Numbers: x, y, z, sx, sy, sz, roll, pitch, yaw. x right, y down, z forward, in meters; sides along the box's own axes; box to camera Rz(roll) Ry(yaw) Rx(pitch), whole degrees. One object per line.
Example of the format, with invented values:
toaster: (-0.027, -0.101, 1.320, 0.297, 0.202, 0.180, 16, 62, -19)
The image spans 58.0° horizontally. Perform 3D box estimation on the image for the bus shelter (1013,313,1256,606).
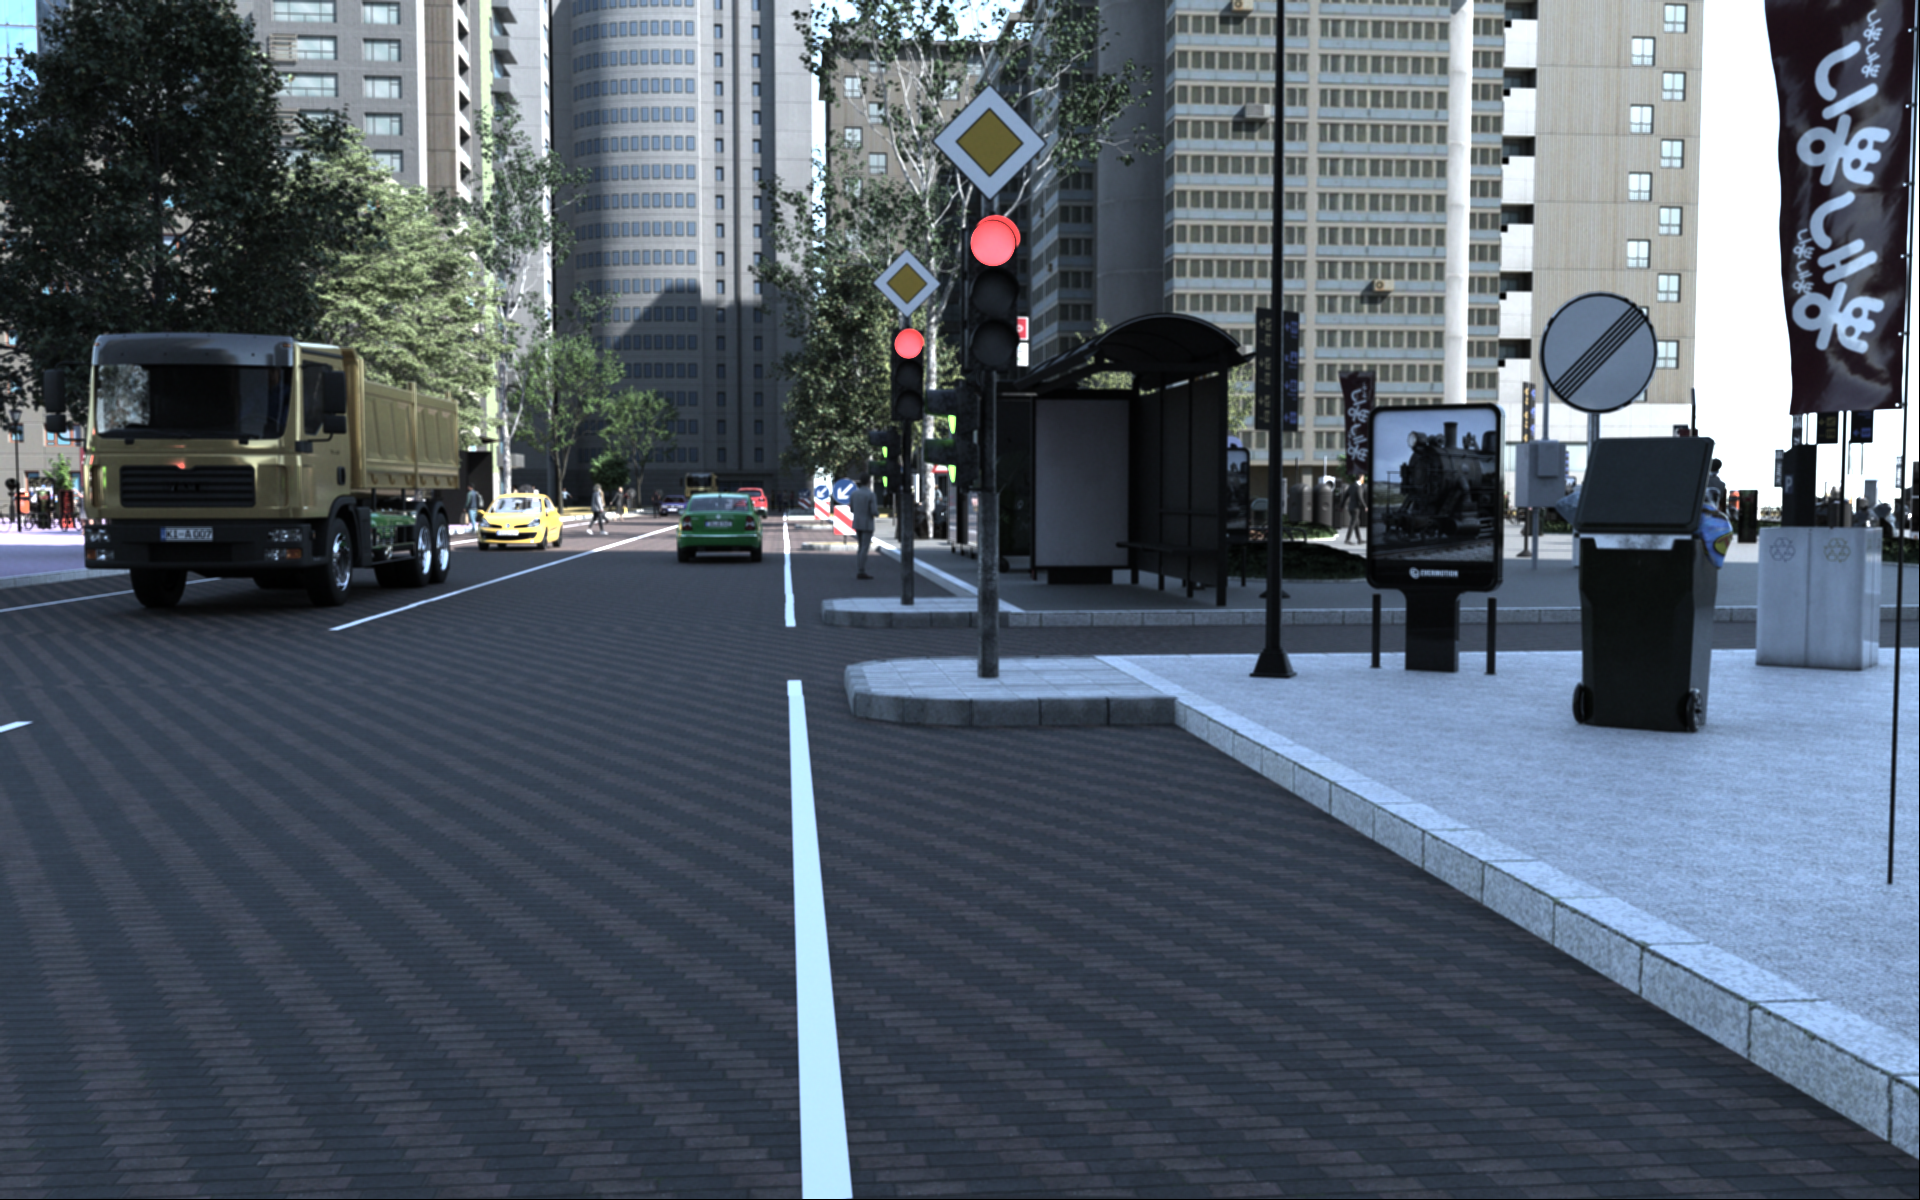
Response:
bus shelter: (2.039, -1.726, 22.142, 2.014, 3.302, 5.546, 0, 4, -6)

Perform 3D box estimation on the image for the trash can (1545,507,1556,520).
trash can: (22.344, -3.310, 65.777, 0.748, 1.137, 0.748, 0, 3, 0)

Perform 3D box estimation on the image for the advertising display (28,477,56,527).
advertising display: (-35.362, -3.763, 66.736, 0.974, 1.923, 0.123, 0, 4, 0)

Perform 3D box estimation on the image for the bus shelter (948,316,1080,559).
bus shelter: (0.755, -3.597, 36.442, 2.179, 5.291, 8.768, 0, 4, -6)

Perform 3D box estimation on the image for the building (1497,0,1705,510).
building: (46.077, -34.486, 153.083, 27.495, 52.752, 28.713, 0, 4, -6)

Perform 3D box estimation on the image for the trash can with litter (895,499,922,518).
trash can with litter: (-1.510, -2.779, 56.816, 1.055, 1.170, 0.624, 1, 4, 15)

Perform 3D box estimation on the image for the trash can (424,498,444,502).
trash can: (-19.938, -3.303, 65.663, 0.748, 1.137, 0.748, 0, 3, 0)

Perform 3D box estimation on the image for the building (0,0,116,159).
building: (-88.514, -53.603, 189.077, 31.000, 86.520, 22.319, 0, 4, -6)

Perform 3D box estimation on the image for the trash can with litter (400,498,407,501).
trash can with litter: (-28.352, -4.624, 86.655, 2.233, 1.210, 1.678, -1, 4, -18)

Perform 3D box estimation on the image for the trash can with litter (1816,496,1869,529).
trash can with litter: (34.791, -3.460, 67.636, 2.233, 1.210, 1.678, 0, 4, -6)

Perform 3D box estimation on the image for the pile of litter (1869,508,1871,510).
pile of litter: (36.889, -3.444, 70.281, 1.719, 0.858, 1.176, 1, 4, 16)

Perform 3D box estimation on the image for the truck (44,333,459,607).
truck: (-9.296, -1.726, 24.145, 3.469, 3.379, 9.791, 0, 4, -4)

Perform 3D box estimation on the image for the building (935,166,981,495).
building: (4.606, -23.486, 155.690, 14.160, 30.474, 14.107, 0, 4, -6)

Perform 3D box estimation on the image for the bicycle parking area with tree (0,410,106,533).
bicycle parking area with tree: (-34.730, -4.406, 59.033, 8.231, 4.147, 9.016, 1, 4, 18)

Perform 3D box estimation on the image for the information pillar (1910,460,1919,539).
information pillar: (20.998, -2.039, 37.831, 0.304, 2.012, 0.304, -2, 4, -23)

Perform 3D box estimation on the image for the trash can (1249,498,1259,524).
trash can: (10.333, -3.037, 61.306, 0.748, 1.137, 0.748, 0, 3, 0)

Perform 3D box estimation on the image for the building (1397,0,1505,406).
building: (17.737, -25.755, 112.970, 32.217, 40.220, 23.993, 0, 4, -6)

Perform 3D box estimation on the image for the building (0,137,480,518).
building: (-46.008, -15.935, 105.583, 27.650, 21.520, 28.899, 0, 4, -6)

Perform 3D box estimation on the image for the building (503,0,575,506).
building: (-58.970, -39.759, 192.065, 28.212, 58.520, 21.231, 0, 4, -6)

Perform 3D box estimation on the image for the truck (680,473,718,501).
truck: (-23.906, -10.046, 160.177, 3.469, 3.379, 9.791, 0, 4, -5)

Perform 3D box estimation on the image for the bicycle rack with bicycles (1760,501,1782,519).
bicycle rack with bicycles: (41.224, -4.584, 88.337, 2.925, 0.926, 2.852, 1, 4, 13)

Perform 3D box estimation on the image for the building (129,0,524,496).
building: (-52.848, -32.089, 144.259, 30.456, 49.044, 23.786, 0, 4, -6)

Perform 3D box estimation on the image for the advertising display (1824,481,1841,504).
advertising display: (41.984, -4.776, 83.297, 0.974, 1.923, 0.123, -1, 4, -17)

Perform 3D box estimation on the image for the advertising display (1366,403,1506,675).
advertising display: (3.428, -0.447, 12.526, 0.974, 1.923, 0.123, 2, 4, 33)

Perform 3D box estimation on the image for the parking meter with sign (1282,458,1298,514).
parking meter with sign: (15.240, -5.290, 82.756, 1.738, 3.016, 0.543, 1, 4, 12)

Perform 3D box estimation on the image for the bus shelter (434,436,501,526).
bus shelter: (-20.574, -4.972, 72.572, 1.731, 3.624, 6.357, 0, 4, -6)

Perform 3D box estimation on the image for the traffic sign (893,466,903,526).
traffic sign: (-2.655, -4.250, 69.597, 0.768, 2.556, 0.104, 0, 4, 0)

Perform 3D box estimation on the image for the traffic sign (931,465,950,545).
traffic sign: (-0.292, -2.674, 43.722, 0.884, 2.594, 0.081, 0, 4, -5)

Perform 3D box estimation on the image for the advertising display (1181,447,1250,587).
advertising display: (3.521, -1.147, 23.968, 0.974, 1.923, 0.123, -1, 4, -9)

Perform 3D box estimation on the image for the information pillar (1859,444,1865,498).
information pillar: (39.982, -5.225, 76.780, 0.183, 3.616, 0.504, 3, 4, 37)

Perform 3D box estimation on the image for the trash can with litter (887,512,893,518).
trash can with litter: (-3.453, -5.021, 93.486, 1.055, 1.170, 0.624, 1, 4, 20)

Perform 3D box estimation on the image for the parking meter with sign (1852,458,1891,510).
parking meter with sign: (43.566, -5.295, 82.832, 0.543, 3.016, 1.738, -3, 5, -43)

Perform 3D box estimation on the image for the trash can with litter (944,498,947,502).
trash can with litter: (0.008, -2.520, 52.596, 1.055, 1.170, 0.624, 2, 4, 31)

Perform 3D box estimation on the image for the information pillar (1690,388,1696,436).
information pillar: (16.072, -2.855, 38.034, 0.183, 3.616, 0.504, 1, 4, 19)

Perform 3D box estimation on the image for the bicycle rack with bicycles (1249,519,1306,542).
bicycle rack with bicycles: (5.632, -1.317, 34.917, 2.925, 0.926, 2.852, 0, 4, -6)

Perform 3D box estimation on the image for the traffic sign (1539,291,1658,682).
traffic sign: (4.025, -0.667, 11.015, 0.768, 2.556, 0.104, 0, 4, -3)

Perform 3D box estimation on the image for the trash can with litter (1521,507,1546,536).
trash can with litter: (17.513, -2.552, 53.110, 0.624, 1.170, 1.055, -1, 4, -8)

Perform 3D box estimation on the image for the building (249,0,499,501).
building: (-42.380, -27.117, 126.964, 14.154, 41.232, 14.086, 0, 4, -6)

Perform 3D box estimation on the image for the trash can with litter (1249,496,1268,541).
trash can with litter: (8.000, -2.115, 45.970, 0.624, 1.170, 1.055, 1, 4, 20)

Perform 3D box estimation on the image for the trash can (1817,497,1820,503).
trash can: (43.705, -4.646, 87.615, 0.748, 1.137, 0.748, 0, 3, 0)

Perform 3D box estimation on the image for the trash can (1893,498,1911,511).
trash can: (37.426, -3.494, 68.779, 0.748, 1.137, 0.748, 0, 3, 0)

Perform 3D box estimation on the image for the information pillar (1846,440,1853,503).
information pillar: (38.617, -5.129, 75.221, 0.183, 3.616, 0.504, 3, 5, 43)

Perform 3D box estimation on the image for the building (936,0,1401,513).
building: (14.618, -27.228, 137.067, 32.217, 40.220, 23.993, 0, 4, -6)

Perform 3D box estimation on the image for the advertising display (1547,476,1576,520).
advertising display: (22.076, -3.568, 63.545, 0.974, 1.923, 0.123, 1, 4, 19)

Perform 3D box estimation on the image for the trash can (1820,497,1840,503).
trash can: (39.397, -4.055, 77.957, 0.748, 1.137, 0.748, 0, 3, 0)

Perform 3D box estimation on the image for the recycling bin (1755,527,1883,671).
recycling bin: (6.450, -0.027, 13.002, 0.722, 1.027, 0.722, 3, 4, 38)

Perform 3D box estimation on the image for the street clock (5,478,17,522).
street clock: (-43.888, -4.624, 80.180, 0.358, 2.002, 0.471, 3, 5, 43)

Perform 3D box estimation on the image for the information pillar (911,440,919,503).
information pillar: (-1.915, -4.952, 72.314, 0.504, 3.616, 0.183, 3, 5, 42)

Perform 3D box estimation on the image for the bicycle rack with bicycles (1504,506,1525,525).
bicycle rack with bicycles: (23.480, -3.682, 73.588, 2.925, 0.926, 2.852, -2, 4, -28)
